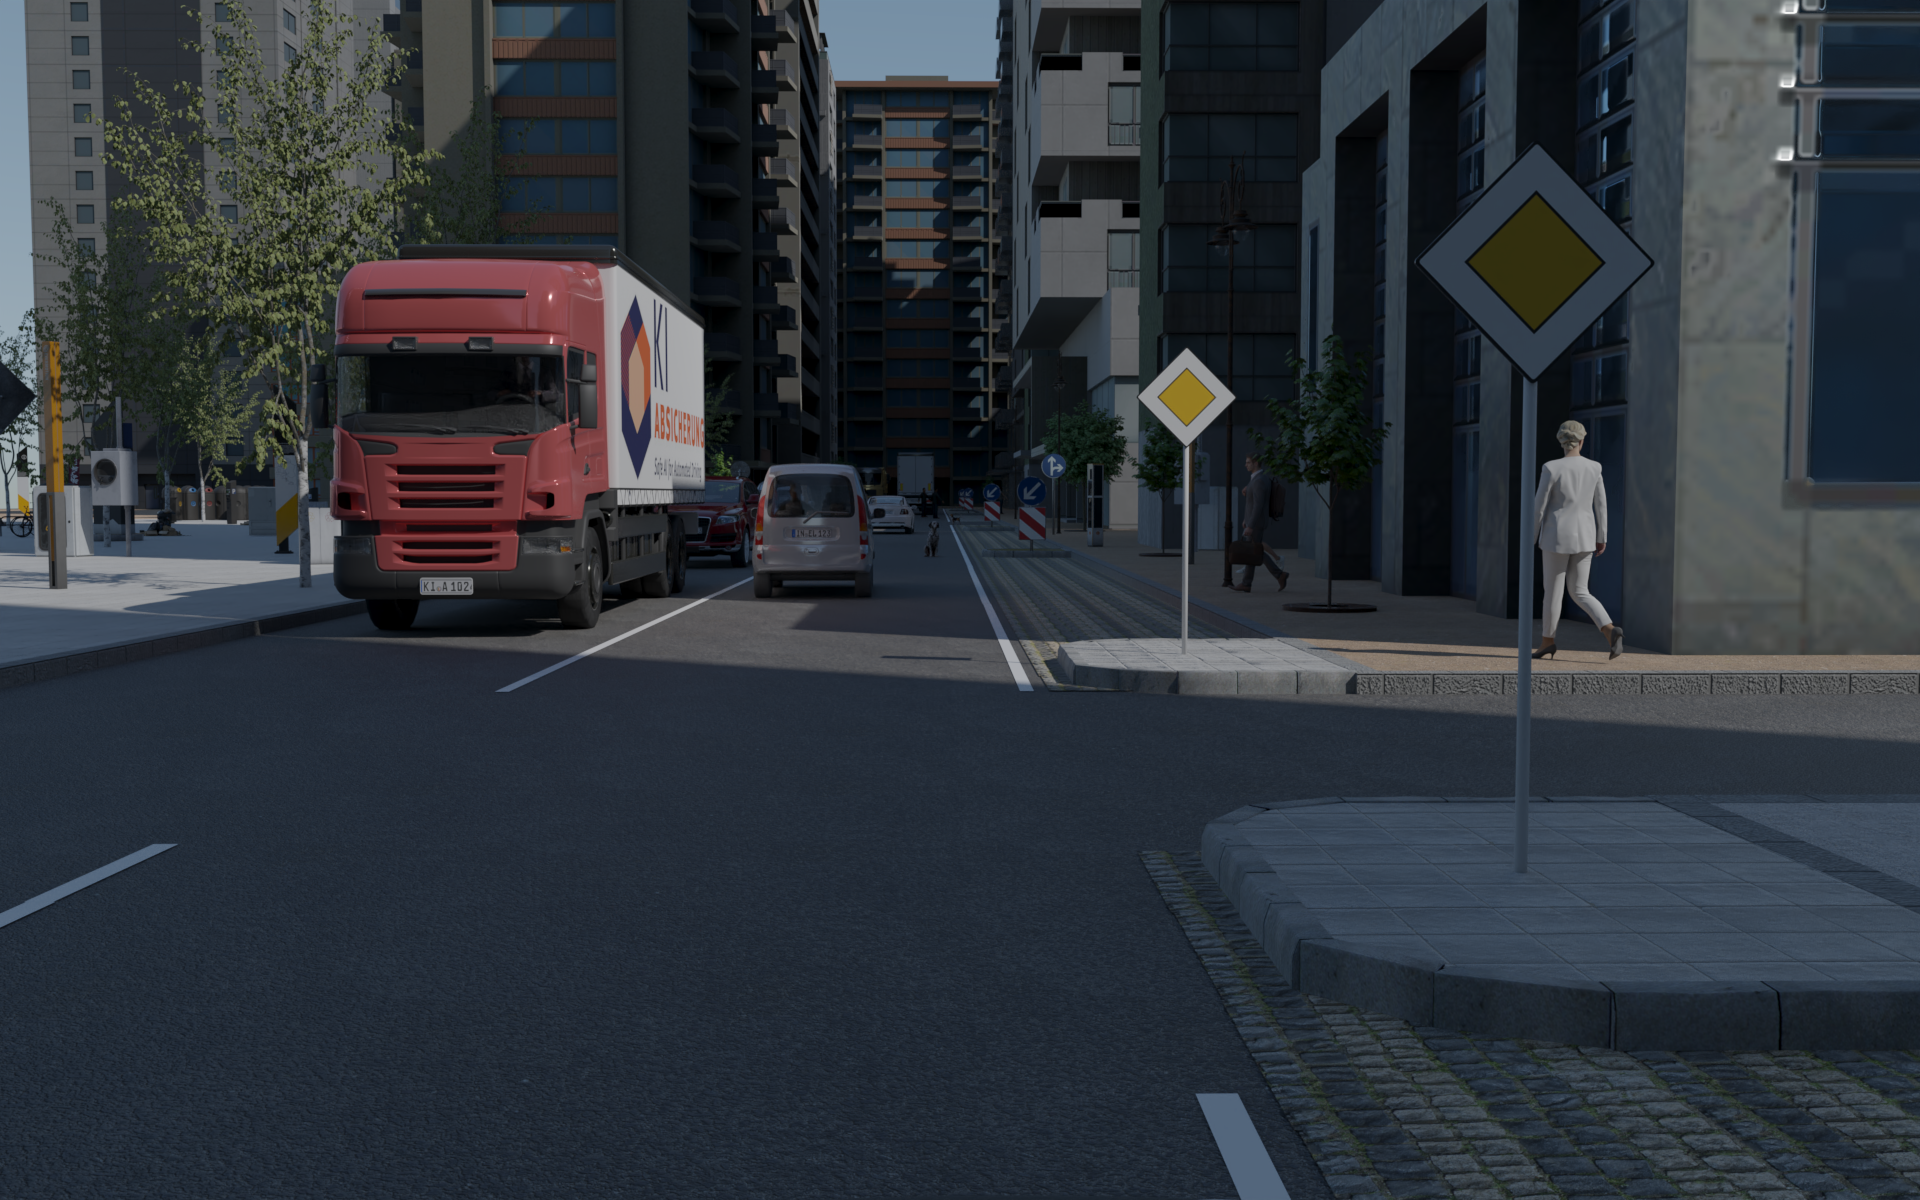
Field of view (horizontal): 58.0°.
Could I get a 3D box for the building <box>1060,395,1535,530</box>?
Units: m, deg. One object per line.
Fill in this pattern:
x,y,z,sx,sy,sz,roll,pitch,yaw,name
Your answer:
16.259,-29.685,74.581,28.713,52.752,27.495,0,4,-1,building

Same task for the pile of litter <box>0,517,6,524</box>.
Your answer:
-38.706,-3.381,69.244,1.719,0.858,1.176,1,4,19,pile of litter

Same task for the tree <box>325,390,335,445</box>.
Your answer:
-28.288,-8.073,82.350,4.360,8.622,3.978,0,3,0,tree

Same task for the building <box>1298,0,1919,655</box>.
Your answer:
21.006,-43.413,22.476,31.000,86.520,22.319,0,4,-1,building

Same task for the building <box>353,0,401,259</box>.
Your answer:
-70.333,-39.153,182.157,28.212,58.520,21.231,0,4,-1,building

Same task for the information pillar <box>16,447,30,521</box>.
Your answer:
-45.269,-5.648,83.699,0.504,3.616,0.183,-2,4,-23,information pillar

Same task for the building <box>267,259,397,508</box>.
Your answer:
-40.436,-18.696,150.718,28.899,21.520,27.650,0,4,-1,building

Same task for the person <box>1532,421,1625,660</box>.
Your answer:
4.708,-0.449,13.256,0.514,1.842,0.818,-2,4,-31,person

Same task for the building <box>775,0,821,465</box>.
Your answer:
-21.671,-30.814,127.518,21.300,48.544,21.600,0,4,-1,building

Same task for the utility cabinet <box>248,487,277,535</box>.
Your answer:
-21.115,-2.707,52.942,1.173,1.500,0.318,0,4,4,utility cabinet

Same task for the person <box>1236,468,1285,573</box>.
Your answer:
4.852,-1.295,27.963,0.760,1.731,0.466,0,4,-1,person

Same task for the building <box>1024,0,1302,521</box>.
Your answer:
10.607,-19.987,98.489,14.160,30.474,14.107,0,4,-1,building

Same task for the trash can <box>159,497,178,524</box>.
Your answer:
-34.398,-3.892,75.289,0.748,1.137,0.748,0,3,0,trash can

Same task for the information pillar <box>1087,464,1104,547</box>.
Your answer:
3.292,-2.300,42.098,0.304,2.012,0.304,-1,4,-21,information pillar

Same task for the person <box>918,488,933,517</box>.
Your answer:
-2.198,-6.017,106.896,0.705,1.821,1.348,3,5,39,person

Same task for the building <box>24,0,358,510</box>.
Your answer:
-65.834,-43.604,151.175,20.611,71.187,20.563,0,4,-1,building

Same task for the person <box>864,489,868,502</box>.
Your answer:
-5.422,-5.366,96.953,0.721,1.735,1.217,-2,4,-28,person

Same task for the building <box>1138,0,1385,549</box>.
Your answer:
11.628,-16.804,46.449,14.160,30.474,14.107,0,4,-1,building

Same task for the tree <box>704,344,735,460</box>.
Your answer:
-13.000,-8.111,82.973,4.737,8.622,4.395,0,3,0,tree

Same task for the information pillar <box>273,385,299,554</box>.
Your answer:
-14.455,-2.800,37.131,0.504,3.616,0.183,0,4,3,information pillar

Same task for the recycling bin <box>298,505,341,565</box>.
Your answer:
-11.760,-1.179,31.832,0.722,1.027,0.722,-1,4,-20,recycling bin

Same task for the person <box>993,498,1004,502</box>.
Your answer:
2.435,-6.736,116.891,1.217,1.736,0.721,-2,4,-29,person

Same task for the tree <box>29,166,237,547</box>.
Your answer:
-20.642,-5.594,41.817,4.737,8.622,4.395,0,3,0,tree

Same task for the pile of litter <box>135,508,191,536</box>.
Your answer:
-24.449,-2.388,53.016,1.719,0.858,1.176,1,4,22,pile of litter

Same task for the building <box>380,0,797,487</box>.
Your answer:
-21.291,-27.390,102.450,22.147,44.769,28.867,0,4,-1,building

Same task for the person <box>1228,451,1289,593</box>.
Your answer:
3.897,-1.010,22.524,0.822,1.834,0.622,0,4,3,person

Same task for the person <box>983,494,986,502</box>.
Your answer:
1.937,-8.081,138.988,0.721,1.723,1.217,0,4,-2,person

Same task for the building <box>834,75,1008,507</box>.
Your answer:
-5.215,-32.395,184.283,28.867,44.769,22.147,0,4,-1,building

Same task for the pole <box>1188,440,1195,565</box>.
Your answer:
4.175,-2.304,31.513,0.158,3.312,0.155,0,3,0,pole

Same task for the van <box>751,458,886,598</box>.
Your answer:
-2.094,-1.121,25.343,2.013,2.044,4.112,0,4,-3,van

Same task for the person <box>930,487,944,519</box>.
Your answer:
-1.398,-5.676,101.320,0.705,1.821,1.348,-2,4,-34,person

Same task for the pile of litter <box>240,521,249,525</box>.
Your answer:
-28.827,-3.492,71.067,1.176,0.858,1.719,-3,5,-43,pile of litter

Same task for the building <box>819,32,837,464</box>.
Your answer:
-18.272,-28.922,156.472,14.086,41.232,14.154,0,4,-1,building

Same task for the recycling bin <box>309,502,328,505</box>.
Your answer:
-21.070,-2.693,56.586,0.722,1.027,0.722,-2,4,-28,recycling bin

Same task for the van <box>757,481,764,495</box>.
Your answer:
-5.060,-2.569,49.009,2.013,2.044,4.112,0,4,1,van

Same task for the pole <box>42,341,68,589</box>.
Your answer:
-12.175,-1.801,23.289,0.158,3.312,0.155,0,3,0,pole

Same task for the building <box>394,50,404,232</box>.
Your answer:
-45.427,-34.188,182.675,21.600,48.544,21.300,0,4,-1,building

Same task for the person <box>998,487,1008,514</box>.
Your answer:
2.663,-6.341,110.431,0.721,1.735,1.217,-2,4,-32,person

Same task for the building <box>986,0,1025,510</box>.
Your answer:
14.368,-32.320,148.039,23.786,49.044,30.456,0,4,-1,building
